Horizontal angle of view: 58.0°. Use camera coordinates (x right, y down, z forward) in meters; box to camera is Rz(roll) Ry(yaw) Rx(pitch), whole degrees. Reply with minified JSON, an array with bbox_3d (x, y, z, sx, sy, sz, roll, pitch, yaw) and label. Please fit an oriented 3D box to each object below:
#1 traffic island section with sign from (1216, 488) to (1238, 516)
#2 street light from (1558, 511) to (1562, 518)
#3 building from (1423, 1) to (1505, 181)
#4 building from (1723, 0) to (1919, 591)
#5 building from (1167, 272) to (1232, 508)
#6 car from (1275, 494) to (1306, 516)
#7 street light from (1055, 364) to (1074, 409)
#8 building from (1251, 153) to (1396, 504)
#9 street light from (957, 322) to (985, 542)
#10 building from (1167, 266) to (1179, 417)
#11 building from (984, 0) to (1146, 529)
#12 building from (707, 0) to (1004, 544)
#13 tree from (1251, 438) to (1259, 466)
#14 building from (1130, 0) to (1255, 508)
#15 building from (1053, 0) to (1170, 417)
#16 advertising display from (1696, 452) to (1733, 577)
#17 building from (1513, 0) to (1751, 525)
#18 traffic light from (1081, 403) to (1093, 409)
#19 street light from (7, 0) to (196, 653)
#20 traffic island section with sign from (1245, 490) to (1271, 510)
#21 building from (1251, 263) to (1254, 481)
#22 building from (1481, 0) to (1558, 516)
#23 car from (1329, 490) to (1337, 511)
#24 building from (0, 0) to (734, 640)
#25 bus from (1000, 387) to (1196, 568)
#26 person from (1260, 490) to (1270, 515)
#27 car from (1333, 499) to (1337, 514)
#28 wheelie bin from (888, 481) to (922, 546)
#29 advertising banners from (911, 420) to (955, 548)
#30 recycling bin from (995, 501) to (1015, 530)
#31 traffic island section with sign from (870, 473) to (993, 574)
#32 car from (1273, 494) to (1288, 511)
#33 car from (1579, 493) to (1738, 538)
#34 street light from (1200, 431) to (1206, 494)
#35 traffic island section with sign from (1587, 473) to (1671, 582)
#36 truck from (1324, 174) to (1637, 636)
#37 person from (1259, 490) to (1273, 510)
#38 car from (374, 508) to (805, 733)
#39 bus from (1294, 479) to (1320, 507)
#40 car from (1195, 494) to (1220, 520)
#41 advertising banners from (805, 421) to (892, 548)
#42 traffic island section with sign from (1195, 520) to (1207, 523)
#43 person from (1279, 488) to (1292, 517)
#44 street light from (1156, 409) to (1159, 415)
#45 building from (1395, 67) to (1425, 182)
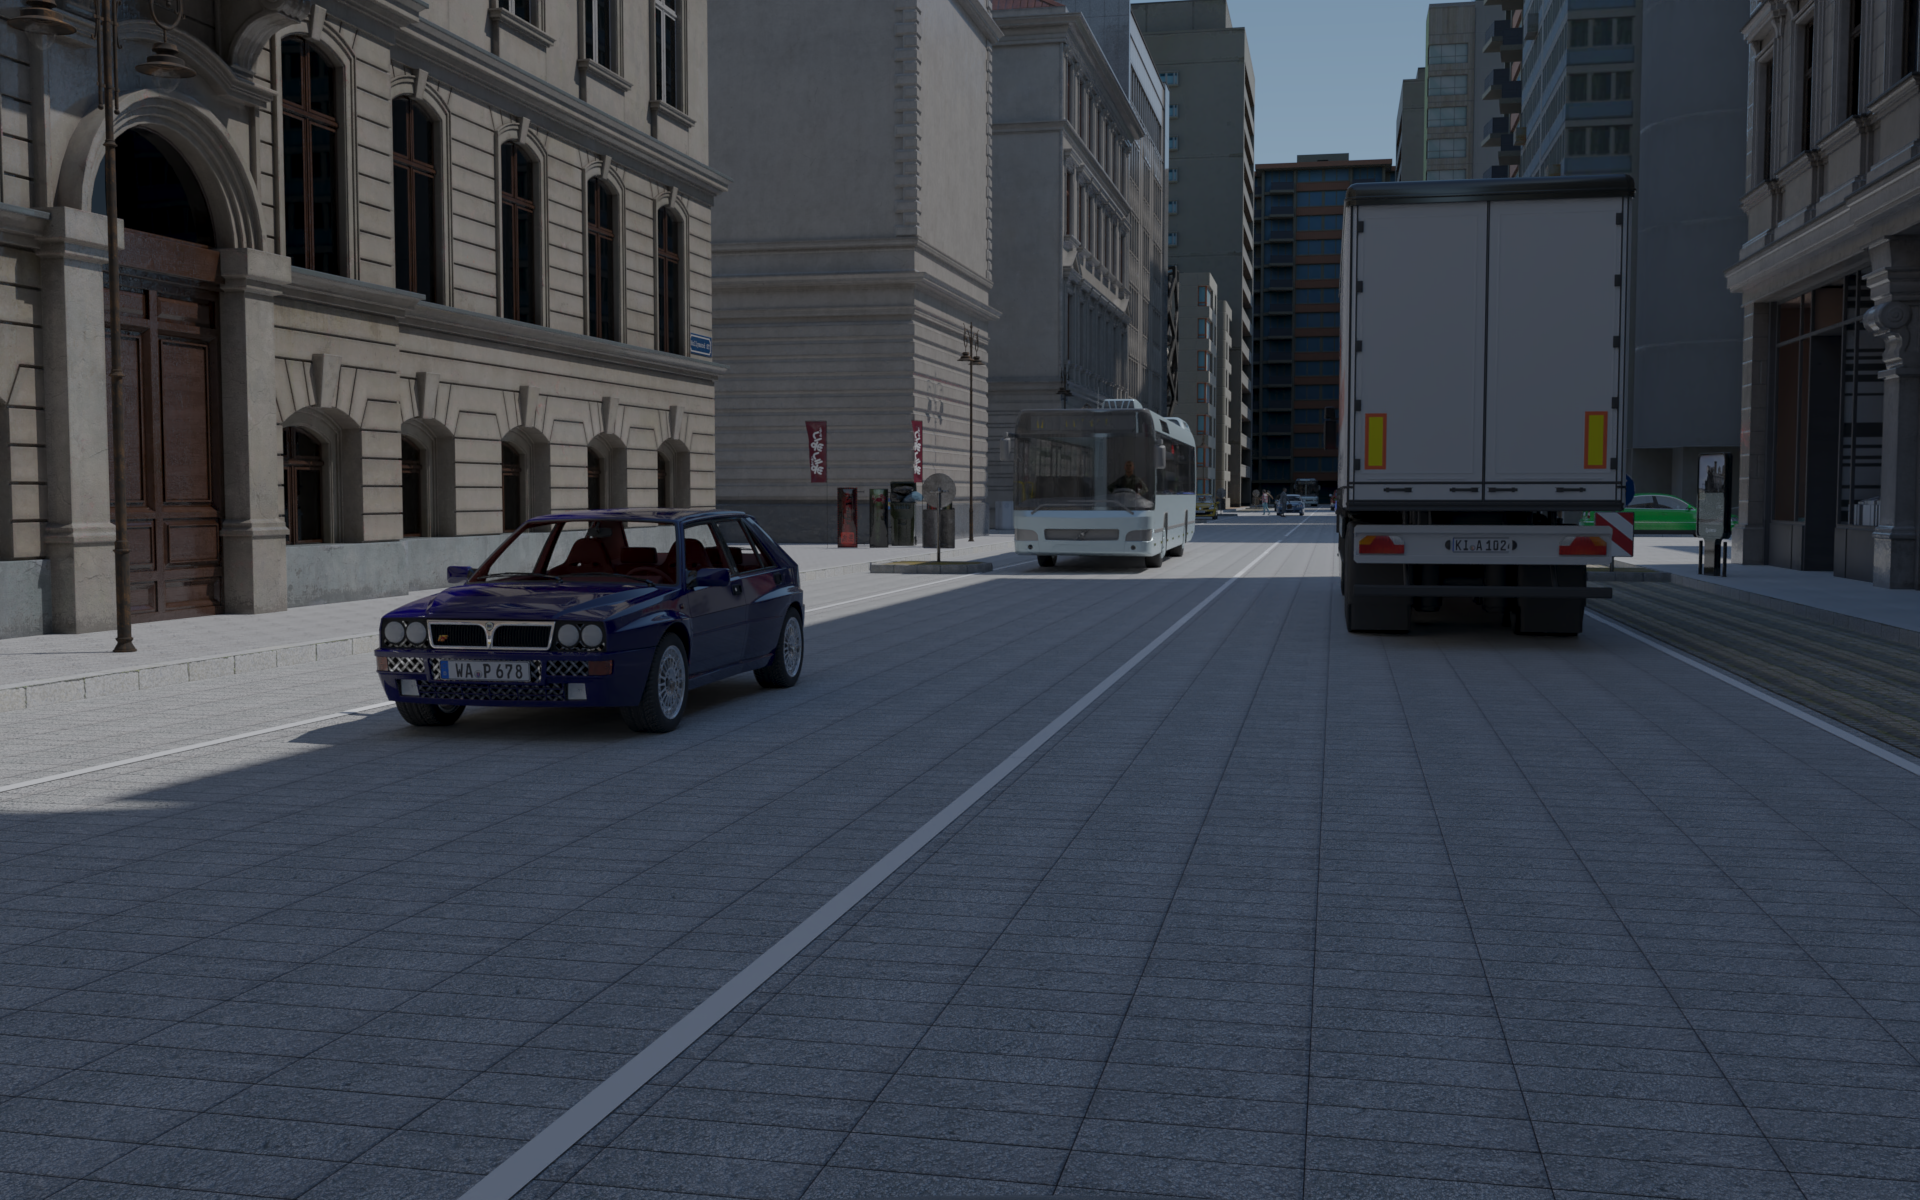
[{"bbox_3d":[16.924,-6.316,111.901,1.989,1.847,2.006,1,4,12],"label":"traffic island section with sign"},{"bbox_3d":[17.382,-4.725,50.034,0.468,5.910,1.993,1,4,12],"label":"street light"},{"bbox_3d":[46.427,-28.352,147.155,14.154,41.232,14.086,1,4,12],"label":"building"},{"bbox_3d":[18.349,-10.907,29.247,10.553,20.767,40.483,1,4,12],"label":"building"},{"bbox_3d":[8.987,-18.789,152.235,27.650,21.520,28.899,1,4,12],"label":"building"},{"bbox_3d":[22.161,-6.363,116.045,2.014,1.417,4.499,1,4,13],"label":"car"},{"bbox_3d":[3.741,-5.446,61.823,0.468,5.910,1.993,1,4,12],"label":"street light"},{"bbox_3d":[46.352,-34.937,225.852,28.867,44.769,22.147,1,4,12],"label":"building"},{"bbox_3d":[0.302,-4.516,46.617,0.468,5.910,1.993,1,4,12],"label":"street light"},{"bbox_3d":[5.619,-15.004,112.762,16.820,18.784,16.811,1,4,12],"label":"building"},{"bbox_3d":[0.812,-14.450,72.416,11.583,22.565,21.152,1,4,12],"label":"building"},{"bbox_3d":[-9.136,-13.532,50.127,19.941,23.489,11.050,1,4,12],"label":"building"},{"bbox_3d":[31.214,-14.883,193.702,4.360,8.622,3.978,0,3,0],"label":"tree"},{"bbox_3d":[18.517,-33.786,176.097,21.300,48.544,21.600,1,4,12],"label":"building"},{"bbox_3d":[4.232,-16.843,93.408,12.078,24.808,19.932,1,4,12],"label":"building"},{"bbox_3d":[11.818,-1.342,27.159,0.123,1.923,0.974,0,4,-1],"label":"advertising display"},{"bbox_3d":[35.348,-23.035,68.499,23.993,40.220,32.217,1,4,12],"label":"building"},{"bbox_3d":[3.900,-3.938,53.310,0.839,4.253,0.868,1,4,12],"label":"traffic light"},{"bbox_3d":[-6.790,-2.515,13.902,0.468,5.910,1.993,1,4,12],"label":"street light"},{"bbox_3d":[27.524,-9.297,160.628,1.989,1.847,2.006,1,4,12],"label":"traffic island section with sign"},{"bbox_3d":[27.214,-26.398,203.308,14.107,30.474,14.160,1,4,12],"label":"building"},{"bbox_3d":[43.373,-27.512,104.444,22.147,44.769,28.867,1,4,12],"label":"building"},{"bbox_3d":[32.859,-8.563,148.670,2.281,1.827,5.304,1,4,11],"label":"car"},{"bbox_3d":[-13.379,-12.160,17.900,14.460,24.649,34.723,1,4,12],"label":"building"},{"bbox_3d":[3.304,-2.558,36.687,2.948,3.499,13.247,1,4,11],"label":"bus"},{"bbox_3d":[20.840,-6.661,118.244,0.643,1.720,0.563,3,5,40],"label":"person"},{"bbox_3d":[27.396,-6.903,122.461,1.945,1.707,3.694,1,4,11],"label":"car"},{"bbox_3d":[-1.377,-2.142,42.937,0.980,1.594,0.693,0,4,4],"label":"wheelie bin"},{"bbox_3d":[-0.654,-2.785,41.725,0.090,3.025,2.074,2,4,29],"label":"advertising banners"},{"bbox_3d":[1.704,-2.992,61.474,0.722,1.027,0.722,-1,4,-19],"label":"recycling bin"},{"bbox_3d":[-0.455,-1.430,32.009,1.989,1.847,2.006,1,4,12],"label":"traffic island section with sign"},{"bbox_3d":[26.952,-8.184,143.589,2.009,1.686,4.222,1,4,11],"label":"car"},{"bbox_3d":[21.642,-2.735,53.510,4.718,1.807,1.959,1,4,13],"label":"car"},{"bbox_3d":[17.900,-9.457,127.407,0.468,5.910,1.993,1,4,12],"label":"street light"},{"bbox_3d":[10.767,-1.255,29.150,1.989,1.847,2.006,1,4,12],"label":"traffic island section with sign"},{"bbox_3d":[5.830,-1.957,20.903,2.839,4.237,11.283,1,4,12],"label":"truck"},{"bbox_3d":[28.056,-9.183,158.660,1.348,1.823,0.705,0,4,-1],"label":"person"},{"bbox_3d":[-2.324,0.051,11.739,1.945,1.354,3.894,1,4,11],"label":"car"},{"bbox_3d":[40.159,-12.597,200.817,2.948,3.499,13.247,1,4,11],"label":"bus"},{"bbox_3d":[13.676,-5.363,97.914,2.015,1.641,3.980,1,4,11],"label":"car"},{"bbox_3d":[-2.657,-2.759,41.300,2.074,3.025,0.090,0,4,3],"label":"advertising banners"},{"bbox_3d":[11.144,-4.694,85.373,1.989,1.847,2.006,1,4,12],"label":"traffic island section with sign"},{"bbox_3d":[20.132,-6.042,107.414,0.853,1.813,0.709,3,4,37],"label":"person"},{"bbox_3d":[10.787,-7.458,94.727,0.468,5.910,1.993,1,4,12],"label":"street light"},{"bbox_3d":[59.407,-34.767,192.140,21.300,48.544,21.600,1,4,12],"label":"building"}]
